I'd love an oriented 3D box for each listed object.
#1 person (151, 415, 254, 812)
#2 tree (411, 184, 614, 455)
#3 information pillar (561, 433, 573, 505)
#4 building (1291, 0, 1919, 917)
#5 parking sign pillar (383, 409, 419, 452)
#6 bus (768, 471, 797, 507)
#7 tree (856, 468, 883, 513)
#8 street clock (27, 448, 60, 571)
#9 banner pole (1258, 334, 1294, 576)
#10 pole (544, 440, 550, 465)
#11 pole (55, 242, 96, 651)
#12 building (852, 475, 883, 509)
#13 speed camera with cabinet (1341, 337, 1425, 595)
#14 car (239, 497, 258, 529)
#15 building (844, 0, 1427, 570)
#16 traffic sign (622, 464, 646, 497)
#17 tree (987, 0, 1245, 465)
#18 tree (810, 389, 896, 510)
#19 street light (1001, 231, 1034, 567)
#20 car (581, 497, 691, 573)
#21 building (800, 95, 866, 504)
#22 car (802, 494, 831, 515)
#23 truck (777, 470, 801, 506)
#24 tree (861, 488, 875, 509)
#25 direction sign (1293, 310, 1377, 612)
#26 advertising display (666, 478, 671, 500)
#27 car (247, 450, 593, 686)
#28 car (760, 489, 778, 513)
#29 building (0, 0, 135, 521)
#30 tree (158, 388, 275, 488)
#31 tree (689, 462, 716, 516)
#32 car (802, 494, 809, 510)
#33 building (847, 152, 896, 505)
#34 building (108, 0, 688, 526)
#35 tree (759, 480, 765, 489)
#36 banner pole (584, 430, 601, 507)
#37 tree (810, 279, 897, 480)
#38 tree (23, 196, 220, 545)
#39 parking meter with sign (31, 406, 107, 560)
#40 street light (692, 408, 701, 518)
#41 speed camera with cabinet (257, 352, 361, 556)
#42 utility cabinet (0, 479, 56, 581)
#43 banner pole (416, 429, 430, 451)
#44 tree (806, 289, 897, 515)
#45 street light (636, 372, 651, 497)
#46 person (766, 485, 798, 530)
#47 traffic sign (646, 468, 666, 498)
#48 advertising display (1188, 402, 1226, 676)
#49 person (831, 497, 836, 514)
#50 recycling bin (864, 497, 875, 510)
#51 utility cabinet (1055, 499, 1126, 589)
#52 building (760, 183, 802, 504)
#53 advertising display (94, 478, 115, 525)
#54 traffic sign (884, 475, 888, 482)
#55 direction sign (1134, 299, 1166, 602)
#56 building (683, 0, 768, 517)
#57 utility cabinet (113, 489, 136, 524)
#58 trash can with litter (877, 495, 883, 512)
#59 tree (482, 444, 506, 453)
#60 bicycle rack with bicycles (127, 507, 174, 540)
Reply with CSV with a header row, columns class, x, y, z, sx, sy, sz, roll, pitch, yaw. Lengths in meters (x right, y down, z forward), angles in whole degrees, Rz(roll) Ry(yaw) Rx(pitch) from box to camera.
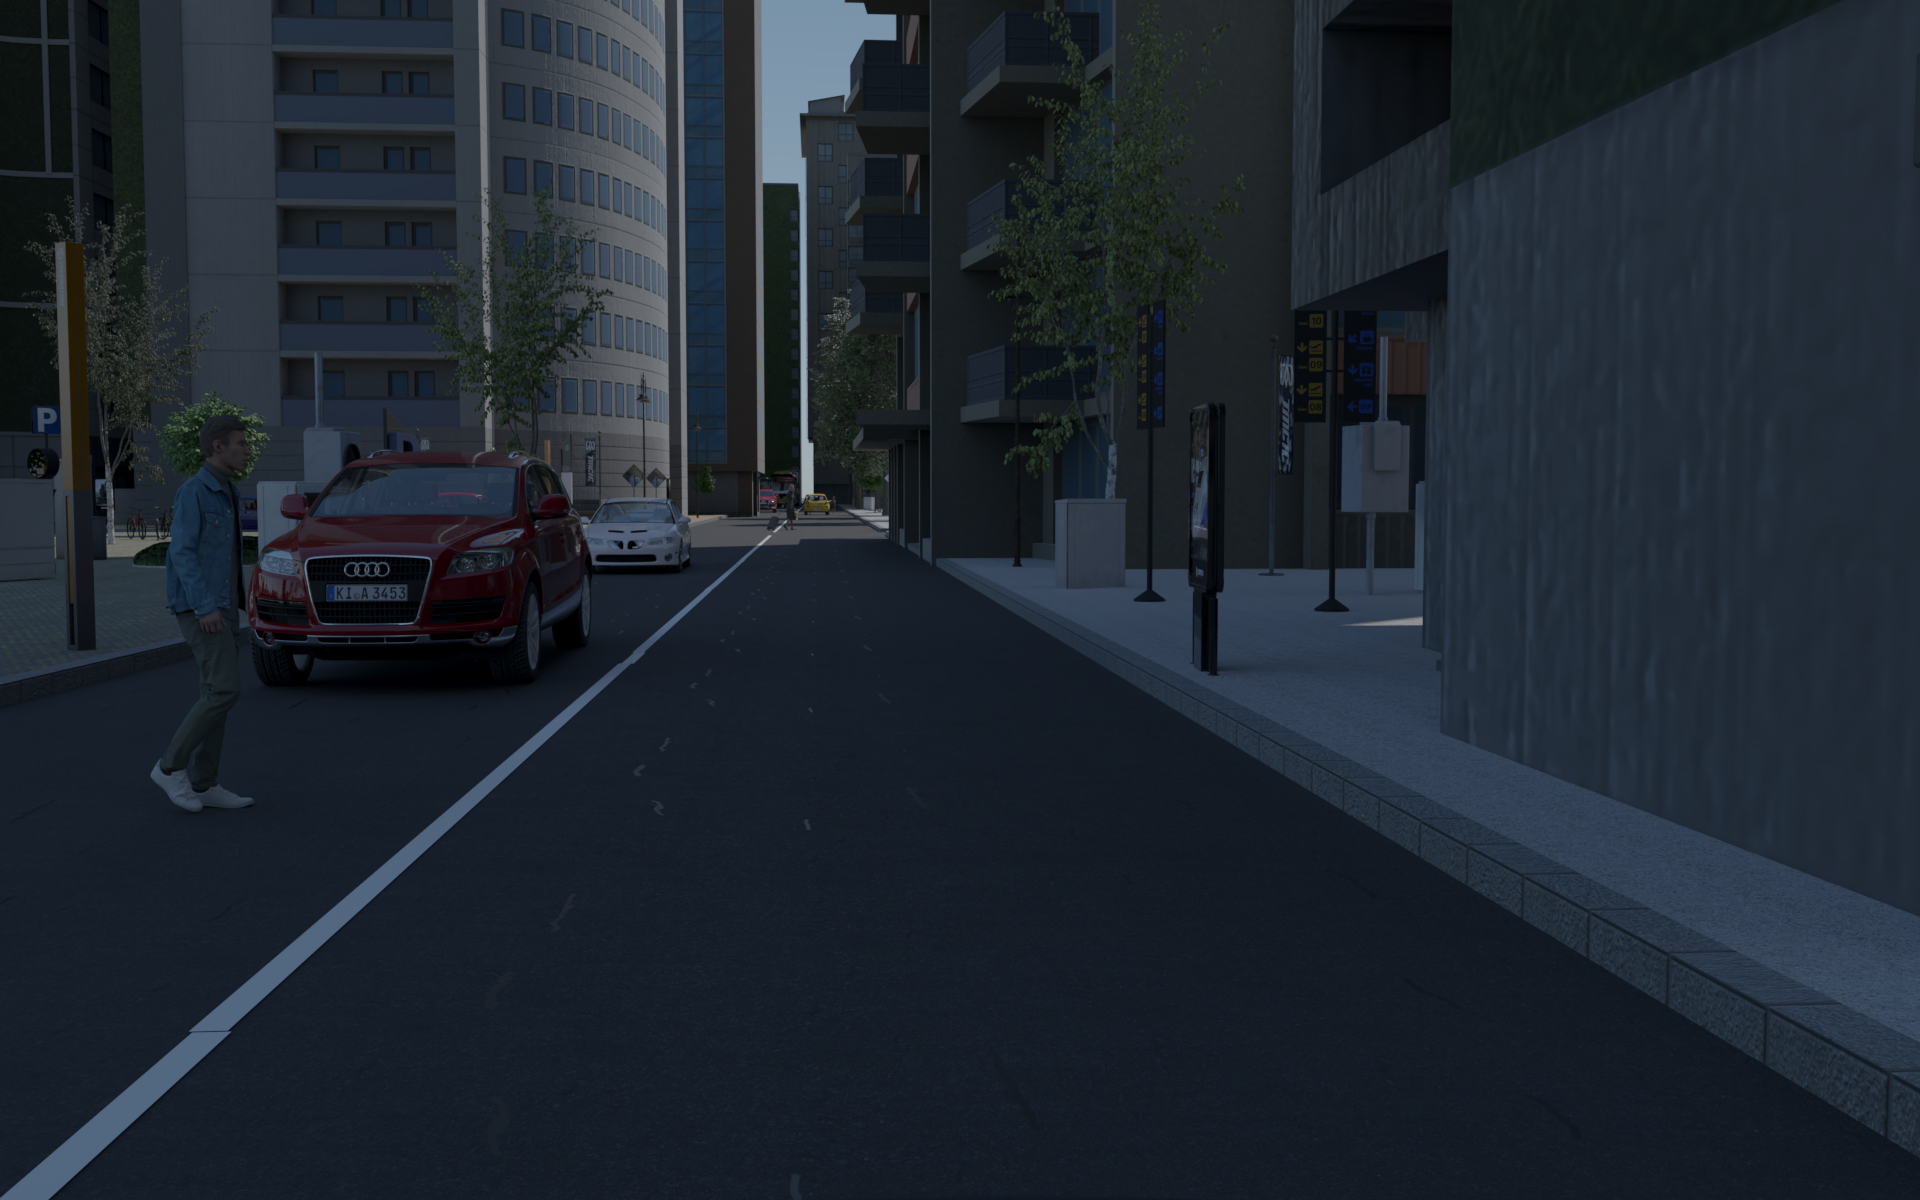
class,x,y,z,sx,sy,sz,roll,pitch,yaw
person,-3.414,0.063,7.817,0.444,1.785,0.601,0,4,0
tree,-10.301,-5.510,40.455,4.737,8.622,4.395,0,3,0
information pillar,-15.148,-4.612,66.765,0.504,3.616,0.183,2,4,27
building,9.400,-14.638,11.033,14.160,30.474,14.107,0,4,-5
parking sign pillar,-17.742,-4.081,55.188,1.447,3.967,1.447,1,4,23
bus,-19.334,-12.119,189.699,2.896,3.916,12.252,0,4,-4
tree,-6.406,-9.214,134.363,4.285,4.588,4.351,0,3,0
street clock,-14.514,-1.401,27.472,0.471,2.002,0.358,2,4,25
banner pole,5.065,-2.285,27.382,0.401,3.779,0.863,3,5,41
pole,-15.603,-4.387,65.571,0.158,3.312,0.155,0,3,0
pole,-7.233,-1.243,14.163,0.158,3.312,0.155,0,3,0
building,3.799,-19.613,165.709,27.650,21.520,28.899,0,4,-5
speed camera with cabinet,5.953,-1.708,22.258,2.038,3.252,0.660,-1,4,-15
car,-24.886,-2.996,61.569,3.894,1.354,1.945,0,4,-3
building,8.335,-23.708,42.245,22.147,44.769,28.867,0,4,-5
traffic sign,-10.876,-3.313,57.815,0.795,2.450,0.064,0,4,-5
tree,2.240,-4.612,25.772,4.737,8.622,4.395,0,3,0
tree,-8.408,-13.217,141.847,9.928,11.665,9.643,0,3,0
street light,1.012,-3.525,30.428,0.468,5.910,1.993,0,4,-5
car,-6.134,-1.259,32.946,2.083,1.381,4.827,0,4,-5
building,-7.965,-39.676,237.934,27.495,52.752,28.713,0,4,-5
car,-9.876,-6.666,119.207,2.015,1.641,3.980,0,4,-6
truck,-20.207,-13.154,203.986,2.839,4.237,11.283,0,4,-3
tree,-7.914,-9.414,148.512,1.663,3.219,1.824,0,3,0
direction sign,4.079,-1.645,18.896,0.876,3.537,0.379,1,4,8
advertising display,-11.918,-4.013,70.825,0.123,1.923,0.974,0,4,-6
car,-4.381,-0.369,14.714,2.281,1.827,5.304,0,4,-5
car,-15.087,-7.598,132.902,2.281,1.827,5.304,0,4,-6
building,-47.032,-38.746,71.756,20.611,71.187,20.563,0,4,-5
tree,-23.122,-4.291,53.869,4.285,4.588,4.351,0,3,0
tree,-15.263,-6.703,104.192,1.663,3.219,1.824,0,3,0
car,-13.690,-9.237,160.810,2.009,1.686,4.222,0,4,-4
building,-6.650,-32.214,210.292,14.154,41.232,14.086,0,4,-5
building,-24.800,-33.026,81.976,21.231,58.520,28.212,0,4,-5
tree,-23.541,-12.575,200.196,1.663,3.219,1.824,0,3,0
banner pole,-14.405,-4.786,68.275,0.863,3.779,0.401,1,4,13
tree,-2.864,-10.246,84.527,9.611,12.733,9.660,0,3,0
tree,-21.295,-5.706,43.657,4.360,8.622,3.978,0,3,0
parking meter with sign,-17.452,-2.310,34.037,1.738,3.016,0.543,2,4,31
street light,-14.181,-7.380,93.458,0.468,5.910,1.993,0,4,-5
speed camera with cabinet,-8.828,-1.789,23.579,0.660,3.252,2.038,0,4,5
utility cabinet,-13.994,-1.039,25.665,0.318,1.500,1.173,1,4,14
banner pole,-20.670,-4.685,66.623,0.863,3.779,0.401,2,4,27
tree,-4.299,-12.061,103.858,9.857,13.997,8.962,0,3,0
street light,-12.024,-5.696,65.923,0.468,5.910,1.993,0,4,-5
person,-7.017,-3.667,68.667,1.509,1.804,0.699,-3,5,-40
traffic sign,-11.533,-3.800,65.773,0.795,2.450,0.064,0,4,-5
advertising display,1.790,-0.453,12.620,0.123,1.923,0.974,0,4,0
person,-9.167,-6.845,125.084,0.362,1.253,0.373,0,4,-4
recycling bin,-7.264,-7.730,138.932,0.722,1.027,0.722,2,4,24
utility cabinet,1.785,-0.769,23.731,1.020,1.237,0.306,-2,4,-34
building,-28.110,-33.396,229.611,14.086,41.232,14.154,0,4,-5
advertising display,-35.119,-4.032,71.135,0.974,1.923,0.123,1,4,22
traffic sign,-2.517,-3.844,66.494,0.795,2.450,0.064,0,4,-5
direction sign,2.270,-1.751,20.633,0.379,3.537,0.876,-1,4,-14
building,-19.928,-28.252,112.030,14.600,45.320,14.200,0,4,-5
utility cabinet,-35.580,-3.976,73.689,0.318,1.500,1.173,2,4,31
trash can with litter,-5.009,-6.862,123.248,2.233,1.210,1.678,0,4,5
tree,-17.936,-4.398,66.507,1.663,3.219,1.824,0,3,0
bicycle rack with bicycles,-22.094,-2.181,49.037,2.852,0.926,2.925,-3,4,-36
